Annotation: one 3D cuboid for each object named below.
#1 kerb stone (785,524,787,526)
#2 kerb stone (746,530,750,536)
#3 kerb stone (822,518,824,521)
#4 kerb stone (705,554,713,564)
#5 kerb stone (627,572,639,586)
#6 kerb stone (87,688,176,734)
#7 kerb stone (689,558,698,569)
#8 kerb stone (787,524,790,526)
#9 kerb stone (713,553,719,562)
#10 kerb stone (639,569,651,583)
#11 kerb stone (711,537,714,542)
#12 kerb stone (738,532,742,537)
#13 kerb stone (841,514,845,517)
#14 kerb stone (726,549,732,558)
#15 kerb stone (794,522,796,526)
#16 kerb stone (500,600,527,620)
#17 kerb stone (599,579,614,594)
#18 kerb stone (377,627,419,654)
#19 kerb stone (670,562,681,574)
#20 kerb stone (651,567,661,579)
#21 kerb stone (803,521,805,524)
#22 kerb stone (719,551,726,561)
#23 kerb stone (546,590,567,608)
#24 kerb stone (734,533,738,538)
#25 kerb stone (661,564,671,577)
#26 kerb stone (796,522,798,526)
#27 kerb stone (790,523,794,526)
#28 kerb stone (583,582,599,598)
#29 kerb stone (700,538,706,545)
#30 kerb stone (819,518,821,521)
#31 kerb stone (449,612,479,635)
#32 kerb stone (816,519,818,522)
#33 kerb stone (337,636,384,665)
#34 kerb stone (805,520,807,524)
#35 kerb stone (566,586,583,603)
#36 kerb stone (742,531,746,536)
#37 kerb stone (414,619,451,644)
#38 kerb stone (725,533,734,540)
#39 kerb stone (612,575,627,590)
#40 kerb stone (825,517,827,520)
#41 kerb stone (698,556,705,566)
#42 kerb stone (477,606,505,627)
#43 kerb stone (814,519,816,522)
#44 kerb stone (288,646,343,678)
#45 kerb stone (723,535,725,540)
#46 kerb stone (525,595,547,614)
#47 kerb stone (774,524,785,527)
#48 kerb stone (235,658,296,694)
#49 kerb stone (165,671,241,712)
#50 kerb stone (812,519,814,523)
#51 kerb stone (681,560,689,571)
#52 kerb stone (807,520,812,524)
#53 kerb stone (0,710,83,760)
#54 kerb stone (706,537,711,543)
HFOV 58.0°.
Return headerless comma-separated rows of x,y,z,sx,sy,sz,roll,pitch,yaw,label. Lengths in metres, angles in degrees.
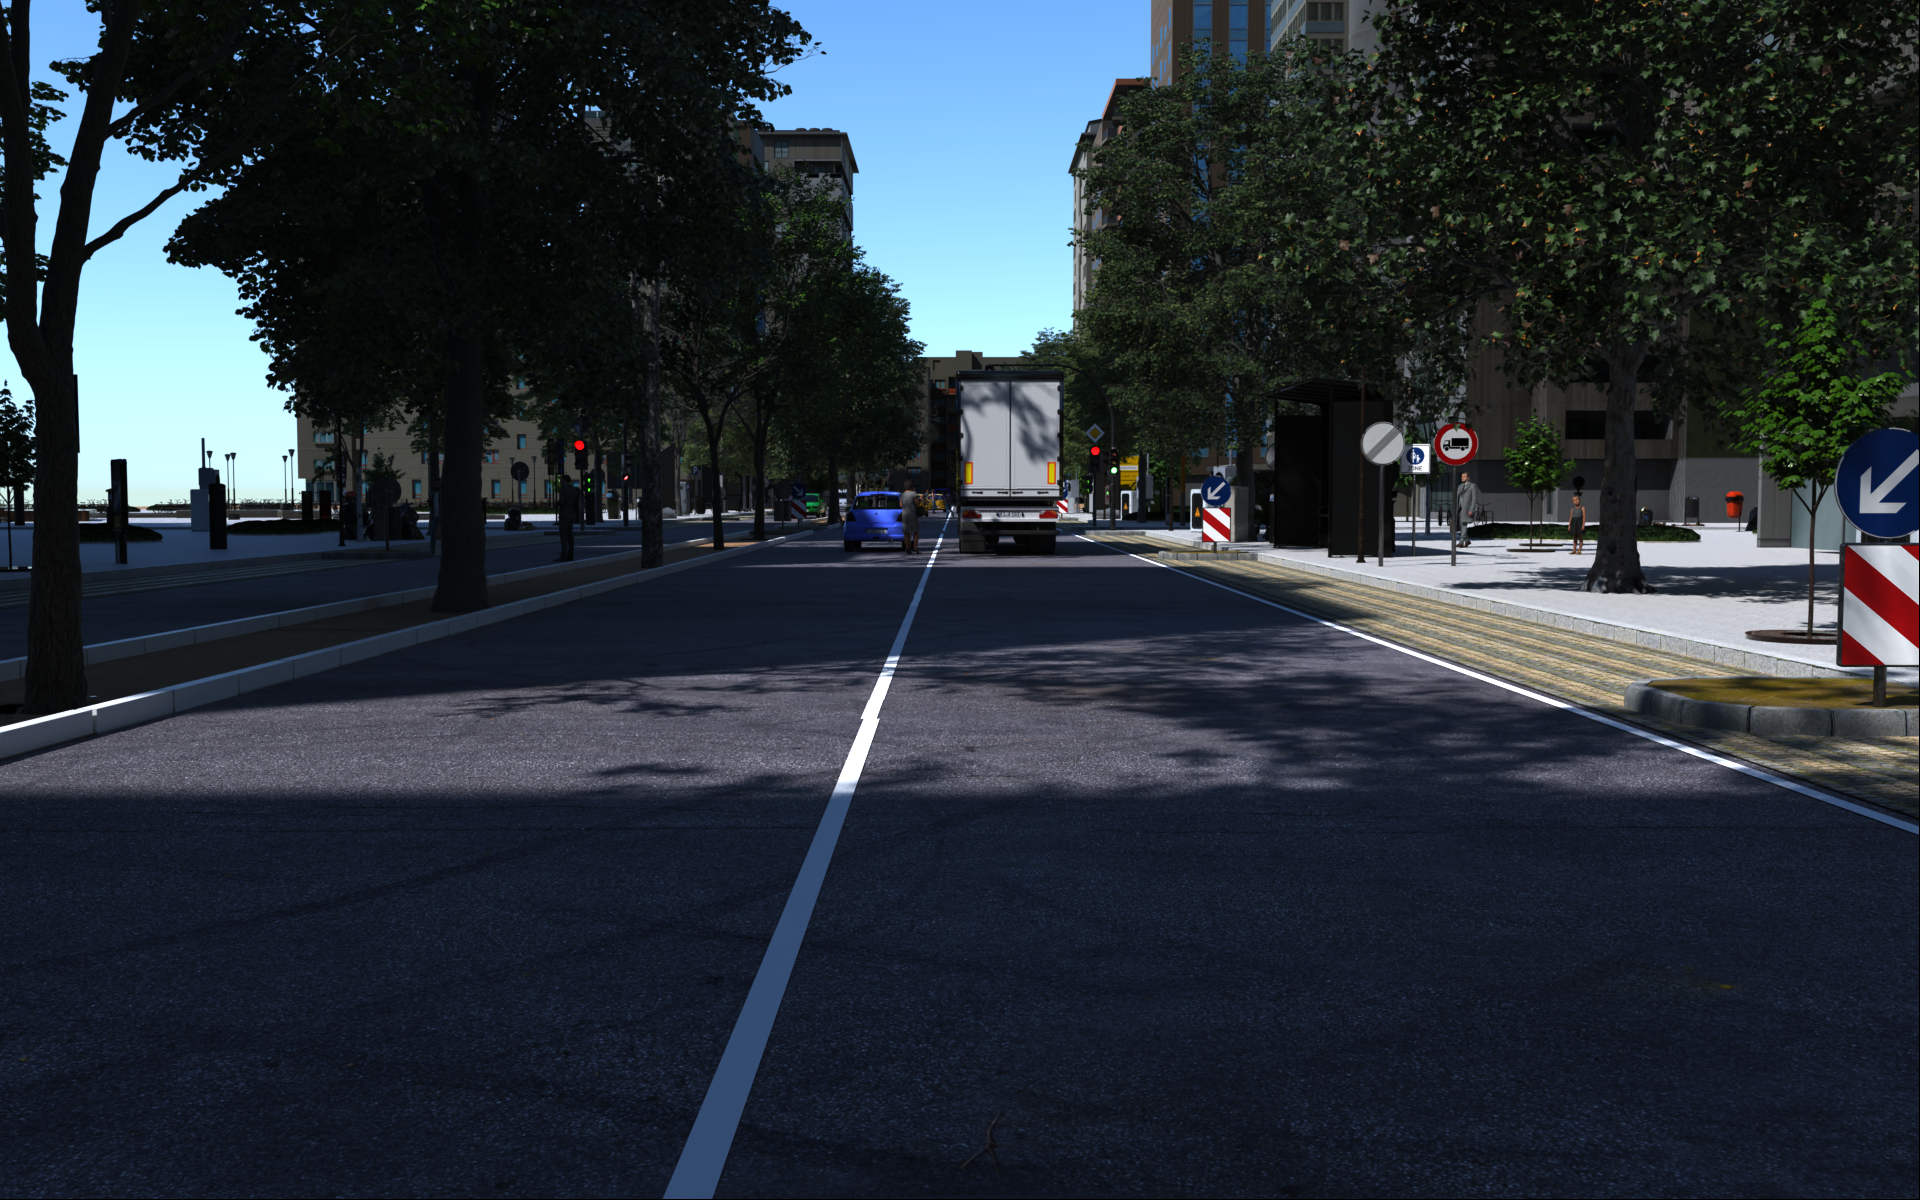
-7.381,-3.038,71.872,0.120,0.150,1.000,0,3,0,kerb stone
-7.371,-2.249,59.027,0.120,0.150,1.000,0,3,0,kerb stone
-7.405,-4.229,91.345,0.120,0.150,1.000,0,3,0,kerb stone
-5.244,-0.807,35.438,0.120,0.150,1.000,0,3,0,kerb stone
-5.241,-0.308,27.239,0.120,0.150,1.000,0,3,0,kerb stone
-5.211,0.695,10.835,0.120,0.150,1.000,0,3,0,kerb stone
-5.243,-0.685,33.390,0.120,0.150,1.000,0,3,0,kerb stone
-7.383,-3.099,72.895,0.120,0.150,1.000,0,3,0,kerb stone
-5.246,-0.873,36.461,0.120,0.150,1.000,0,3,0,kerb stone
-5.232,-0.371,28.262,0.120,0.150,1.000,0,3,0,kerb stone
-7.367,-1.749,50.793,0.120,0.150,1.000,0,3,0,kerb stone
-7.373,-2.127,56.970,0.120,0.150,1.000,0,3,0,kerb stone
-7.428,-5.484,111.862,0.120,0.150,1.000,0,3,0,kerb stone
-5.253,-0.992,38.509,0.120,0.150,1.000,0,3,0,kerb stone
-7.395,-3.282,75.975,0.120,0.150,1.000,0,3,0,kerb stone
-5.230,0.131,20.053,0.120,0.150,1.000,0,3,0,kerb stone
-5.235,-0.183,25.191,0.120,0.150,1.000,0,3,0,kerb stone
-5.223,0.382,15.955,0.120,0.150,1.000,0,3,0,kerb stone
-5.239,-0.559,31.329,0.120,0.150,1.000,0,3,0,kerb stone
-5.237,-0.430,29.284,0.120,0.150,1.000,0,3,0,kerb stone
-7.387,-3.540,80.077,0.120,0.150,1.000,0,3,0,kerb stone
-5.242,-0.935,37.487,0.120,0.150,1.000,0,3,0,kerb stone
-5.228,0.007,22.110,0.120,0.150,1.000,0,3,0,kerb stone
-7.371,-2.060,55.936,0.120,0.150,1.000,0,3,0,kerb stone
-5.239,-0.490,30.308,0.120,0.150,1.000,0,3,0,kerb stone
-7.396,-3.352,77.001,0.120,0.150,1.000,0,3,0,kerb stone
-7.395,-3.221,74.949,0.120,0.150,1.000,0,3,0,kerb stone
-5.234,-0.120,24.162,0.120,0.150,1.000,0,3,0,kerb stone
-7.364,-1.622,48.749,0.120,0.150,1.000,0,3,0,kerb stone
-7.400,-4.102,89.290,0.120,0.150,1.000,0,3,0,kerb stone
-5.223,0.259,18.007,0.120,0.150,1.000,0,3,0,kerb stone
-7.403,-3.979,87.246,0.120,0.150,1.000,0,3,0,kerb stone
-5.217,0.444,14.933,0.120,0.150,1.000,0,3,0,kerb stone
-7.397,-3.595,81.099,0.120,0.150,1.000,0,3,0,kerb stone
-5.241,-0.056,23.135,0.120,0.150,1.000,0,3,0,kerb stone
-7.369,-2.184,58.001,0.120,0.150,1.000,0,3,0,kerb stone
-5.225,0.319,16.985,0.120,0.150,1.000,0,3,0,kerb stone
-7.361,-2.001,54.909,0.120,0.150,1.000,0,3,0,kerb stone
-5.239,-0.243,26.213,0.120,0.150,1.000,0,3,0,kerb stone
-7.413,-4.348,93.390,0.120,0.150,1.000,0,3,0,kerb stone
-5.242,-0.747,34.416,0.120,0.150,1.000,0,3,0,kerb stone
-5.225,0.196,19.031,0.120,0.150,1.000,0,3,0,kerb stone
-7.406,-3.910,86.224,0.120,0.150,1.000,0,3,0,kerb stone
-5.215,0.507,13.907,0.120,0.150,1.000,0,3,0,kerb stone
-7.367,-1.875,52.852,0.120,0.150,1.000,0,3,0,kerb stone
-5.234,0.068,21.088,0.120,0.150,1.000,0,3,0,kerb stone
-7.384,-2.975,70.847,0.120,0.150,1.000,0,3,0,kerb stone
-5.215,0.571,12.885,0.120,0.150,1.000,0,3,0,kerb stone
-5.209,0.632,11.858,0.120,0.150,1.000,0,3,0,kerb stone
-7.400,-3.854,85.200,0.120,0.150,1.000,0,3,0,kerb stone
-5.242,-0.620,32.359,0.120,0.150,1.000,0,3,0,kerb stone
-7.399,-3.791,84.176,0.120,0.150,1.000,0,3,0,kerb stone
-5.224,0.758,9.813,0.120,0.150,1.000,0,3,0,kerb stone
-7.364,-1.684,49.771,0.120,0.150,1.000,0,3,0,kerb stone
